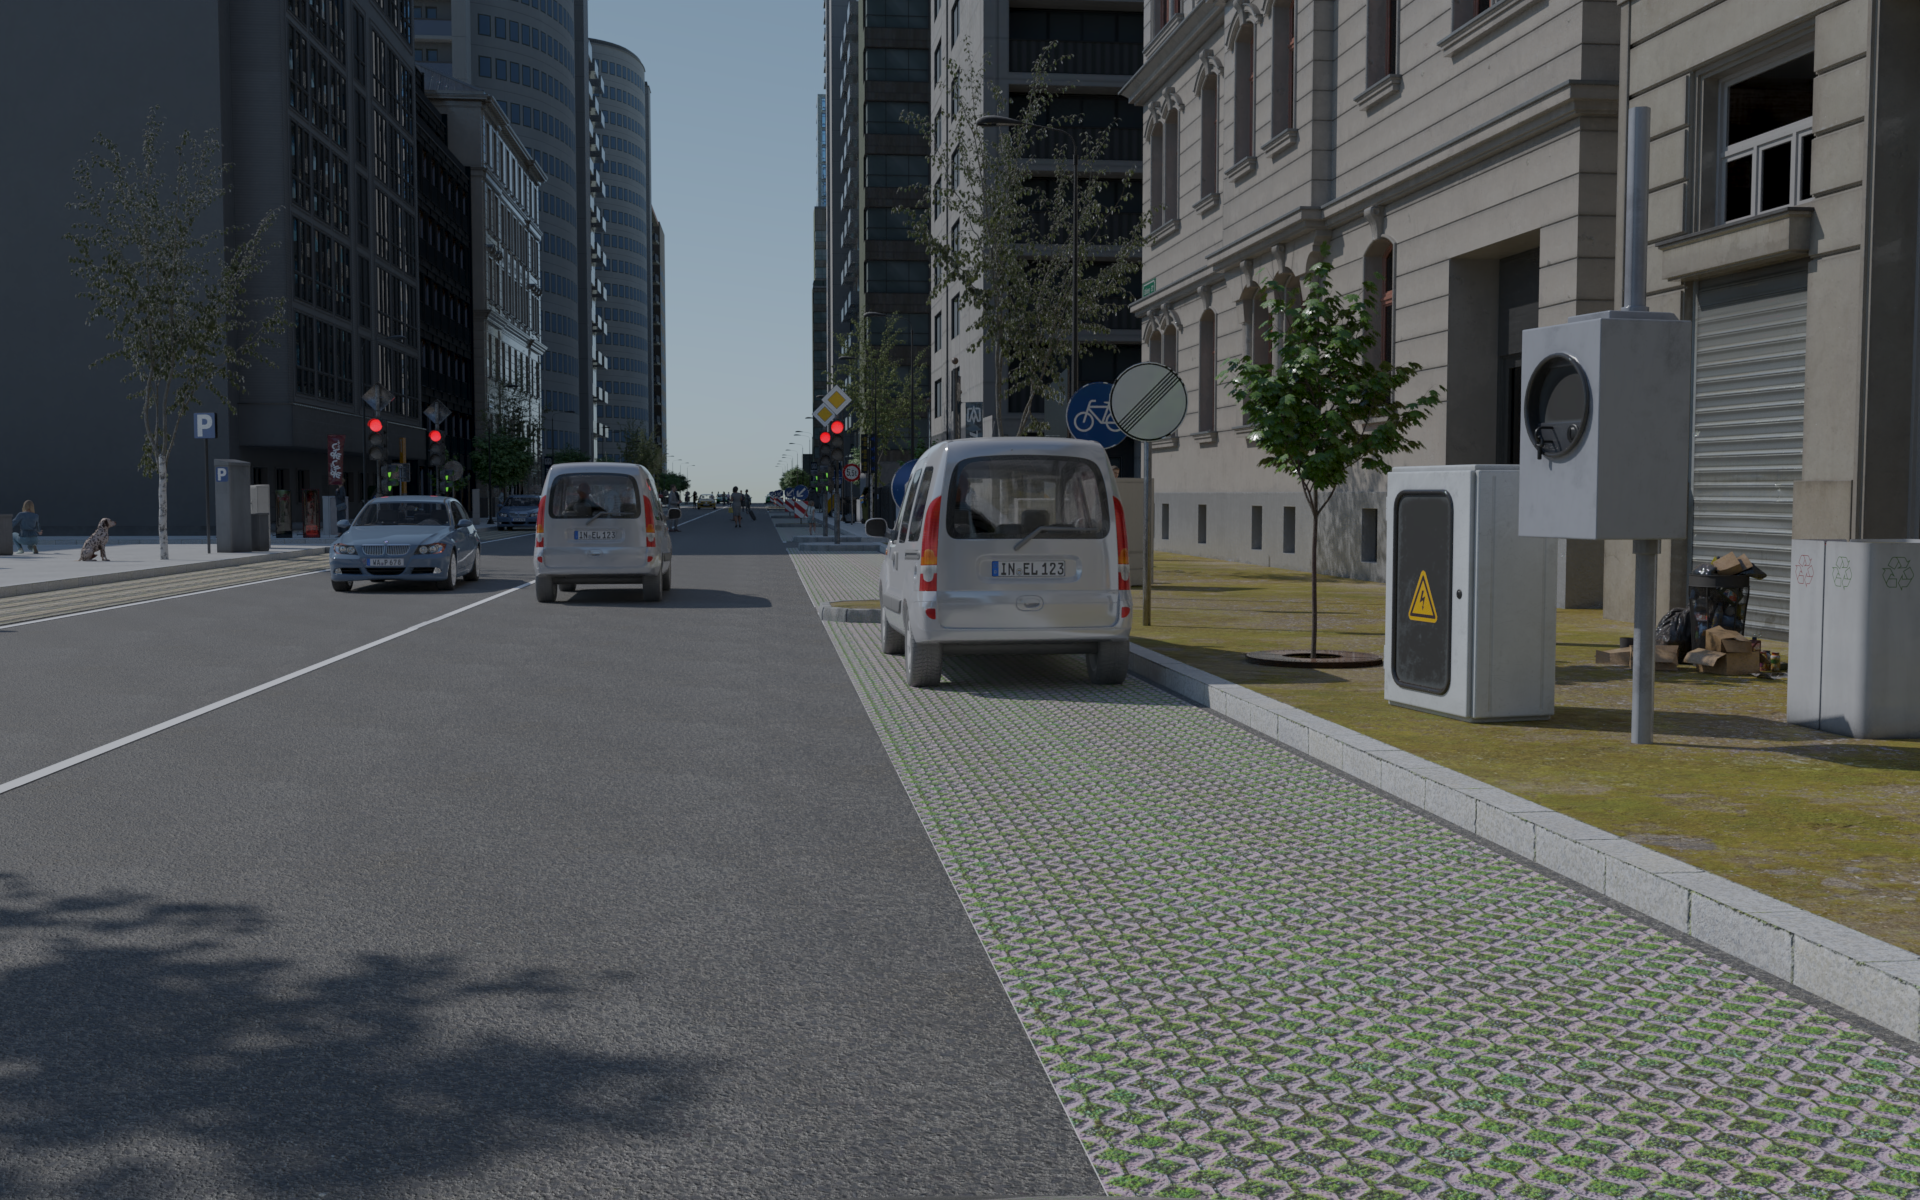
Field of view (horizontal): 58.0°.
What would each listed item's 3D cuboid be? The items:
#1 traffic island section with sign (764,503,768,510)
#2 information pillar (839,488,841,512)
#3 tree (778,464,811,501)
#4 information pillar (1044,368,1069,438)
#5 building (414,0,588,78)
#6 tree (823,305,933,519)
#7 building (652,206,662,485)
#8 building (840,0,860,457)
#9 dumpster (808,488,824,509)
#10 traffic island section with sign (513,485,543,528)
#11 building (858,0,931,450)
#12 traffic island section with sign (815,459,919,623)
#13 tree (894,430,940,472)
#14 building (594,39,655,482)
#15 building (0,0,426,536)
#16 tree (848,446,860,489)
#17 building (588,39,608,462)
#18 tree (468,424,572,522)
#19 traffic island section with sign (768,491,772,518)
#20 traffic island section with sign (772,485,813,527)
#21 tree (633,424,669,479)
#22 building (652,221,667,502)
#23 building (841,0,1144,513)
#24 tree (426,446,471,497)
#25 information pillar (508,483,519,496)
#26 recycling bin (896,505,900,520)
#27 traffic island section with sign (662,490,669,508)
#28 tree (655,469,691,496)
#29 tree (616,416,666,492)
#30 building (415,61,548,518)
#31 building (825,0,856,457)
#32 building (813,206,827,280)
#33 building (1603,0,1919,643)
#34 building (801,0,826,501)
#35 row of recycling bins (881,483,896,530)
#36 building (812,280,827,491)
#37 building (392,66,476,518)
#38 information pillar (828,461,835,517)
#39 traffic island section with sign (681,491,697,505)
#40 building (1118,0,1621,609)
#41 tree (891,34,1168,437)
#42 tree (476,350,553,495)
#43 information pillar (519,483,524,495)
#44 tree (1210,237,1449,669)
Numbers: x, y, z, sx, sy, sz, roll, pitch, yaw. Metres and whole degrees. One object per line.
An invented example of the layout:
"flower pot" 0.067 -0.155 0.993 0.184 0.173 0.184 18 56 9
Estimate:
"traffic island section with sign" -15.839 -8.714 151.103 1.989 1.847 2.006 0 4 -7
"information pillar" -7.856 -7.312 110.908 0.504 3.616 0.183 -2 4 -28
"tree" -20.370 -13.890 210.821 4.285 4.588 4.351 0 3 0
"information pillar" 1.807 -2.495 32.153 0.504 3.616 0.183 2 4 27
"building" -41.437 -36.432 137.662 21.231 58.520 28.212 0 4 -7
"tree" -3.302 -7.221 68.427 4.737 8.622 4.395 0 3 0
"building" -55.349 -36.584 252.779 22.147 44.769 28.867 0 4 -7
"building" 0.731 -32.863 156.912 23.786 49.044 30.456 0 4 -7
"dumpster" -10.163 -7.201 123.487 1.264 1.857 1.865 0 4 -7
"traffic island section with sign" -18.028 -3.977 73.656 1.989 1.847 2.006 0 4 -7
"building" 1.607 -19.525 90.936 14.160 30.474 14.107 0 4 -7
"traffic island section with sign" -0.624 -0.698 20.035 1.989 1.847 2.006 0 4 -7
"tree" -1.234 -3.560 52.801 1.663 3.219 1.824 0 3 0
"building" -51.144 -41.674 223.374 21.231 58.520 28.212 0 4 -7
"building" -29.214 -16.517 63.566 14.314 27.812 24.014 0 4 -7
"tree" -5.028 -7.145 100.532 4.285 4.588 4.351 0 3 0
"building" -46.228 -33.512 167.531 23.786 49.044 30.456 0 4 -7
"tree" -21.365 -5.941 80.854 4.285 4.588 4.351 0 3 0
"traffic island section with sign" -10.123 -5.704 101.882 1.989 1.847 2.006 0 4 -7
"traffic island section with sign" -7.014 -4.066 75.106 1.989 1.847 2.006 0 4 -7
"tree" -32.478 -14.095 180.813 4.360 8.622 3.978 0 3 0
"building" -54.043 -38.216 274.949 14.600 45.320 14.200 0 4 -7
"building" 2.048 -41.519 117.090 20.563 71.187 20.611 0 4 -7
"tree" -20.354 -4.506 68.278 1.663 3.219 1.824 0 3 0
"information pillar" -23.947 -5.395 92.693 0.304 2.012 0.304 2 4 23
"recycling bin" -1.667 -2.780 58.003 0.722 1.027 0.722 -2 4 -34
"traffic island section with sign" -30.071 -10.322 177.396 1.989 1.847 2.006 0 4 -7
"tree" -40.092 -15.754 241.294 4.285 4.588 4.351 0 3 0
"tree" -30.419 -12.993 162.794 4.737 8.622 4.395 0 3 0
"building" -32.440 -18.758 103.953 12.463 27.353 25.104 0 4 -7
"building" -3.799 -39.368 185.672 21.231 58.520 28.212 0 4 -7
"building" -13.958 -34.547 248.437 14.154 41.232 14.086 0 4 -7
"building" 15.478 -10.434 3.875 16.112 22.955 30.059 0 4 -7
"building" -13.387 -58.576 270.387 22.319 86.520 31.000 0 4 -7
"row of recycling bins" -1.997 -3.265 60.497 1.069 1.692 3.534 -1 4 -18
"building" -13.029 -28.319 234.709 14.160 30.474 14.107 0 4 -7
"building" -31.083 -15.525 83.504 12.332 23.373 15.834 0 4 -7
"information pillar" -7.270 -6.496 97.566 0.504 3.616 0.183 2 4 35
"traffic island section with sign" -36.492 -13.700 232.630 1.989 1.847 2.006 0 4 -7
"building" 11.643 -14.851 30.196 14.401 28.519 23.554 0 4 -7
"tree" 0.956 -4.775 28.440 4.360 8.622 3.978 0 3 0
"tree" -23.083 -8.493 89.221 4.360 8.622 3.978 0 3 0
"information pillar" -23.835 -5.468 93.889 0.304 2.012 0.304 3 5 39
"tree" 2.833 -1.132 13.104 1.663 3.219 1.824 0 3 0
